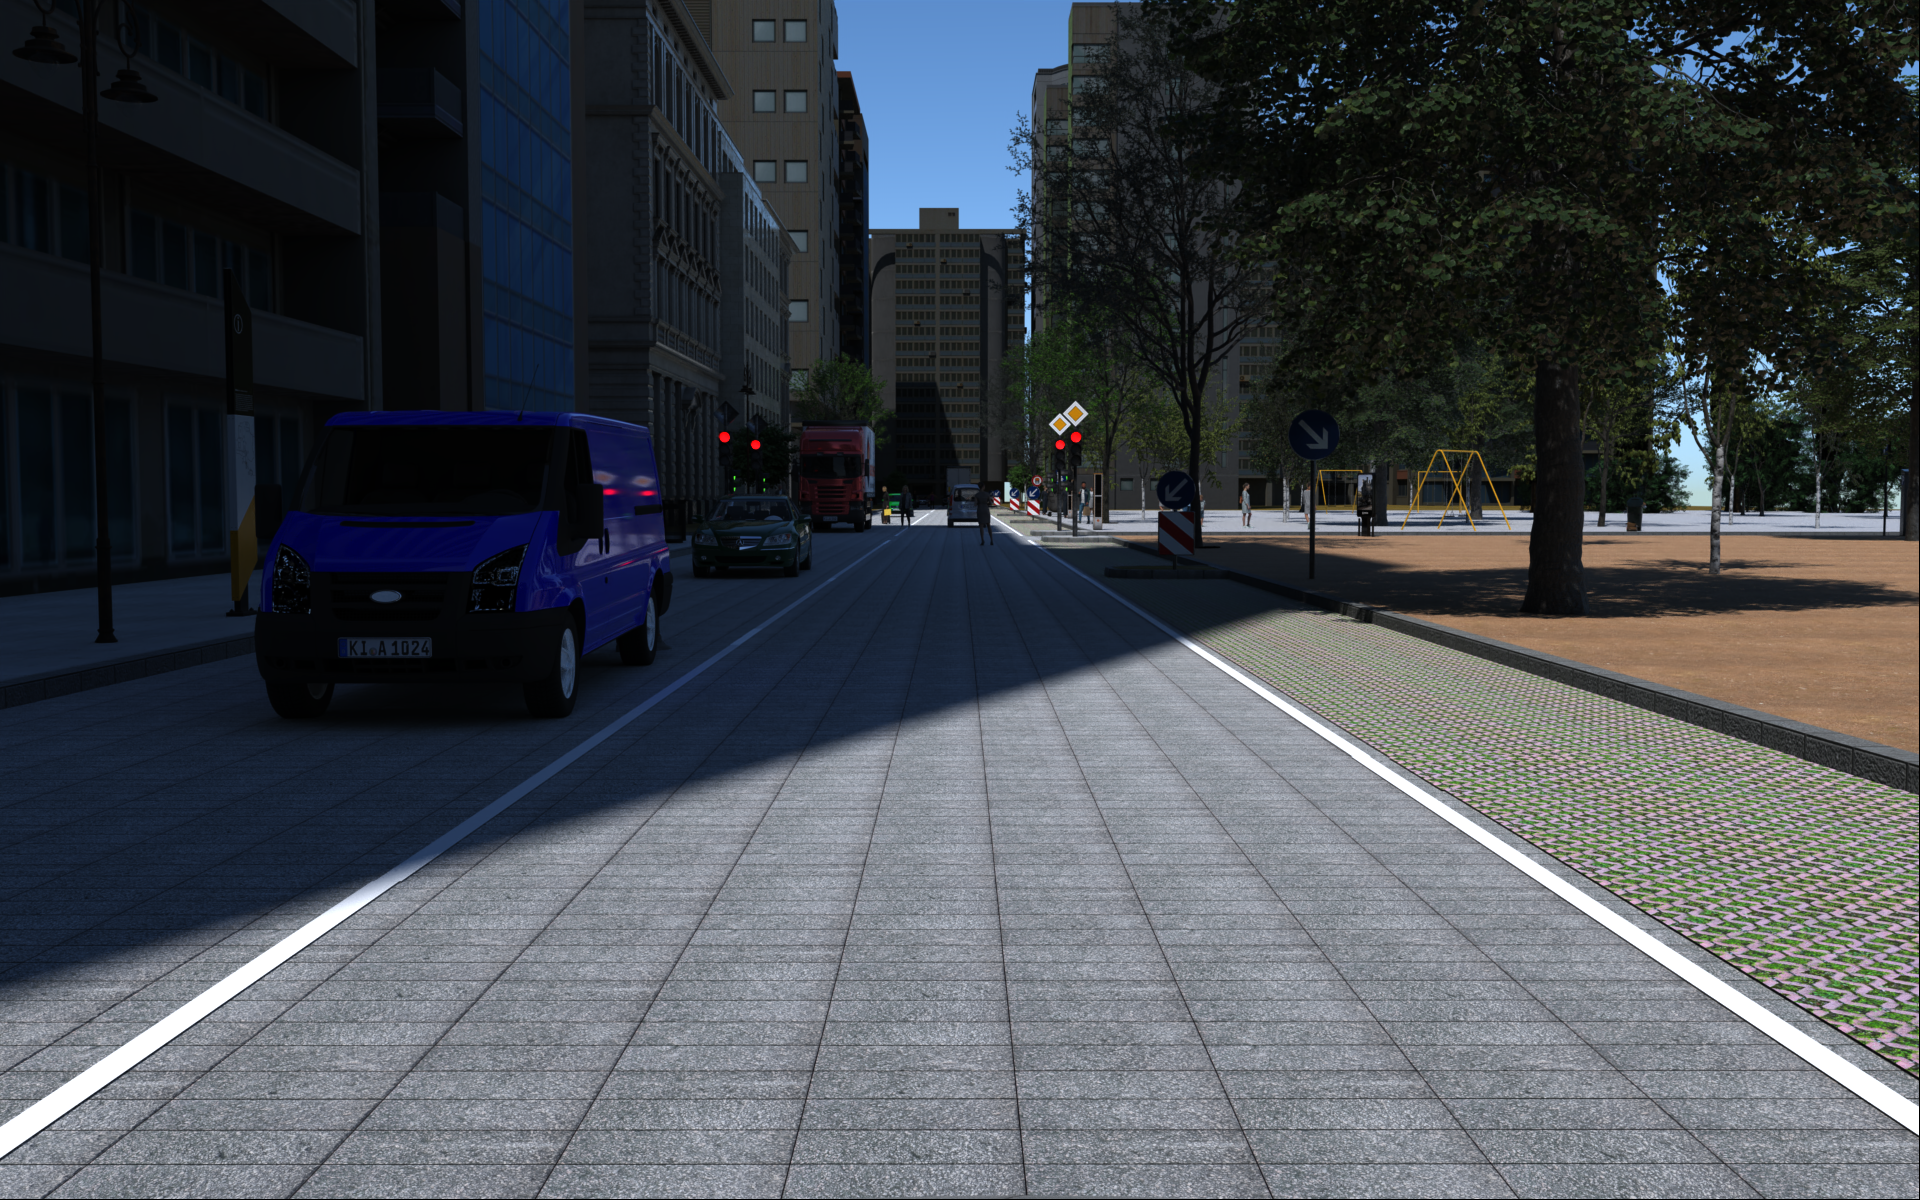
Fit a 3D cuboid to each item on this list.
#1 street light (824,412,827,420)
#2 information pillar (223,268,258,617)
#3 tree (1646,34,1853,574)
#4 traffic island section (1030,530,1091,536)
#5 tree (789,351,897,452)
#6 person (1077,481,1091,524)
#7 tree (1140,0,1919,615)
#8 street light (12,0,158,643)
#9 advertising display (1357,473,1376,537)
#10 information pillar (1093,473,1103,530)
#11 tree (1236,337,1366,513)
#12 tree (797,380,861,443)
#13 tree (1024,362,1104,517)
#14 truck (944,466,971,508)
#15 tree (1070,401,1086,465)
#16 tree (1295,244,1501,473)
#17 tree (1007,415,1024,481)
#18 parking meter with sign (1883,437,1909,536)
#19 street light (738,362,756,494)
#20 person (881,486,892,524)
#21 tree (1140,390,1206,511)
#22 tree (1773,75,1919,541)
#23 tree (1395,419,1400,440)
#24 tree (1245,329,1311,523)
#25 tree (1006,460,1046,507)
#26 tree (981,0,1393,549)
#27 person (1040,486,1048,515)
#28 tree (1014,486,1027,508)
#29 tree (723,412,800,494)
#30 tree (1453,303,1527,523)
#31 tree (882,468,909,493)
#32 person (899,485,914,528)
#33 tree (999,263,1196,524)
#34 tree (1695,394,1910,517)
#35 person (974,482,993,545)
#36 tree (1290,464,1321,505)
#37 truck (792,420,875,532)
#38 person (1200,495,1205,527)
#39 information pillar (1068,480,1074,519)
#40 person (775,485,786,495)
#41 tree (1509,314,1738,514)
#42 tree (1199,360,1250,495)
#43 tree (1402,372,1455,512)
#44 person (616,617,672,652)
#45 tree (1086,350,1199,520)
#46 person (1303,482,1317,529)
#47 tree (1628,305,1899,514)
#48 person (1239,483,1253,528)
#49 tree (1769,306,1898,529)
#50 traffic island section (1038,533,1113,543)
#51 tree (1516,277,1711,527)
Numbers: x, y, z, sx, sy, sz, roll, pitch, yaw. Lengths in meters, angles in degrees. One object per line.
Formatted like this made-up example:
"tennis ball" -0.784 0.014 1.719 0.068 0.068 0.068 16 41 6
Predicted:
"street light" -7.564 -7.644 97.770 0.468 5.910 1.993 0 3 0
"information pillar" -7.585 -1.646 18.264 0.183 3.616 0.504 0 4 1
"tree" 12.185 -4.727 27.642 4.737 8.622 4.395 0 3 0
"traffic island section" 3.477 -2.319 60.196 2.009 0.180 2.903 0 3 0
"tree" -8.586 -12.322 127.226 9.928 11.665 9.643 0 3 0
"person" 5.329 -4.155 73.961 0.713 1.824 0.794 -3 5 -42
"tree" 6.363 -6.826 18.254 9.857 13.997 8.962 0 3 0
"street light" -7.382 -2.569 14.798 0.468 5.910 1.993 0 3 0
"advertising display" 12.270 -2.880 52.298 0.123 1.923 0.974 -1 4 -15
"information pillar" 4.918 -3.509 61.866 0.304 2.012 0.304 0 4 -4
"tree" 24.074 -12.455 120.639 9.611 12.733 9.660 0 3 0
"tree" -8.271 -9.821 110.930 4.360 8.622 3.978 0 3 0
"tree" 5.950 -8.859 95.209 4.360 8.622 3.978 0 3 0
"truck" -0.192 -11.635 179.138 2.839 4.237 11.283 0 4 -1
"tree" 9.431 -10.316 119.032 4.737 8.622 4.395 0 3 0
"tree" 25.172 -14.969 100.630 12.611 20.169 13.585 0 3 0
"tree" 5.504 -11.716 141.926 4.360 8.622 3.978 0 3 0
"parking meter with sign" 29.170 -3.462 52.871 1.738 3.016 0.543 1 4 14
"street light" -7.427 -5.375 60.667 0.468 5.910 1.993 0 3 0
"person" -3.514 -4.532 82.810 0.699 1.804 1.509 0 4 8
"tree" 14.975 -10.455 121.297 4.360 8.622 3.978 0 3 0
"tree" 25.802 -7.862 46.666 7.486 12.596 7.792 0 3 0
"tree" 33.019 -10.718 125.603 4.737 8.622 4.395 0 3 0
"tree" 14.783 -7.777 77.514 4.360 8.622 3.978 0 3 0
"tree" 6.318 -11.900 178.275 4.285 4.588 4.351 0 3 0
"tree" 5.494 -7.980 40.847 12.009 13.543 11.850 0 3 0
"person" 5.129 -6.051 105.401 0.534 1.772 0.576 2 4 31
"tree" 6.128 -10.275 162.592 1.663 3.219 1.824 0 3 0
"tree" -7.910 -5.222 69.088 4.285 4.588 4.351 0 3 0
"tree" 14.959 -5.607 42.032 4.737 8.622 4.395 0 3 0
"tree" -7.705 -13.928 211.438 4.285 4.588 4.351 0 3 0
"person" -2.199 -3.884 72.187 0.709 1.800 0.728 1 4 22
"tree" 6.432 -9.139 75.170 9.928 11.665 9.643 0 3 0
"tree" 48.484 -8.218 97.264 11.467 7.101 20.602 -2 4 -27
"person" 0.661 -2.415 48.326 0.599 1.781 0.374 -1 4 -13
"tree" 26.294 -11.128 132.309 4.737 8.622 4.395 0 3 0
"truck" -4.788 -4.849 68.200 2.839 4.237 11.283 0 4 -1
"person" 9.509 -3.512 68.150 0.332 1.250 0.352 1 4 14
"information pillar" 5.843 -5.264 90.565 0.304 2.012 0.304 -3 5 -44
"person" -9.340 -5.129 90.294 0.661 1.777 0.834 -1 4 -15
"tree" 43.430 -13.455 121.806 13.155 14.587 18.604 0 4 -2
"tree" 13.200 -8.770 93.745 4.737 8.622 4.395 0 3 0
"tree" 22.432 -7.753 77.126 4.737 8.622 4.395 0 3 0
"person" -2.992 -0.441 15.899 0.537 1.800 0.526 2 4 30
"tree" 9.164 -8.321 86.409 4.737 8.622 4.395 0 3 0
"person" 12.710 -3.431 62.885 0.466 1.731 0.760 0 4 1
"tree" 58.160 -13.552 123.403 13.155 14.587 18.604 0 4 0
"person" 10.770 -3.558 65.215 0.522 1.701 0.512 1 4 14
"tree" 31.998 -6.950 64.000 4.360 8.622 3.978 0 3 0
"traffic island section" 3.488 -1.831 52.211 2.009 0.180 2.903 0 3 0
"tree" 25.589 -8.160 67.834 7.601 10.594 8.767 0 4 6
